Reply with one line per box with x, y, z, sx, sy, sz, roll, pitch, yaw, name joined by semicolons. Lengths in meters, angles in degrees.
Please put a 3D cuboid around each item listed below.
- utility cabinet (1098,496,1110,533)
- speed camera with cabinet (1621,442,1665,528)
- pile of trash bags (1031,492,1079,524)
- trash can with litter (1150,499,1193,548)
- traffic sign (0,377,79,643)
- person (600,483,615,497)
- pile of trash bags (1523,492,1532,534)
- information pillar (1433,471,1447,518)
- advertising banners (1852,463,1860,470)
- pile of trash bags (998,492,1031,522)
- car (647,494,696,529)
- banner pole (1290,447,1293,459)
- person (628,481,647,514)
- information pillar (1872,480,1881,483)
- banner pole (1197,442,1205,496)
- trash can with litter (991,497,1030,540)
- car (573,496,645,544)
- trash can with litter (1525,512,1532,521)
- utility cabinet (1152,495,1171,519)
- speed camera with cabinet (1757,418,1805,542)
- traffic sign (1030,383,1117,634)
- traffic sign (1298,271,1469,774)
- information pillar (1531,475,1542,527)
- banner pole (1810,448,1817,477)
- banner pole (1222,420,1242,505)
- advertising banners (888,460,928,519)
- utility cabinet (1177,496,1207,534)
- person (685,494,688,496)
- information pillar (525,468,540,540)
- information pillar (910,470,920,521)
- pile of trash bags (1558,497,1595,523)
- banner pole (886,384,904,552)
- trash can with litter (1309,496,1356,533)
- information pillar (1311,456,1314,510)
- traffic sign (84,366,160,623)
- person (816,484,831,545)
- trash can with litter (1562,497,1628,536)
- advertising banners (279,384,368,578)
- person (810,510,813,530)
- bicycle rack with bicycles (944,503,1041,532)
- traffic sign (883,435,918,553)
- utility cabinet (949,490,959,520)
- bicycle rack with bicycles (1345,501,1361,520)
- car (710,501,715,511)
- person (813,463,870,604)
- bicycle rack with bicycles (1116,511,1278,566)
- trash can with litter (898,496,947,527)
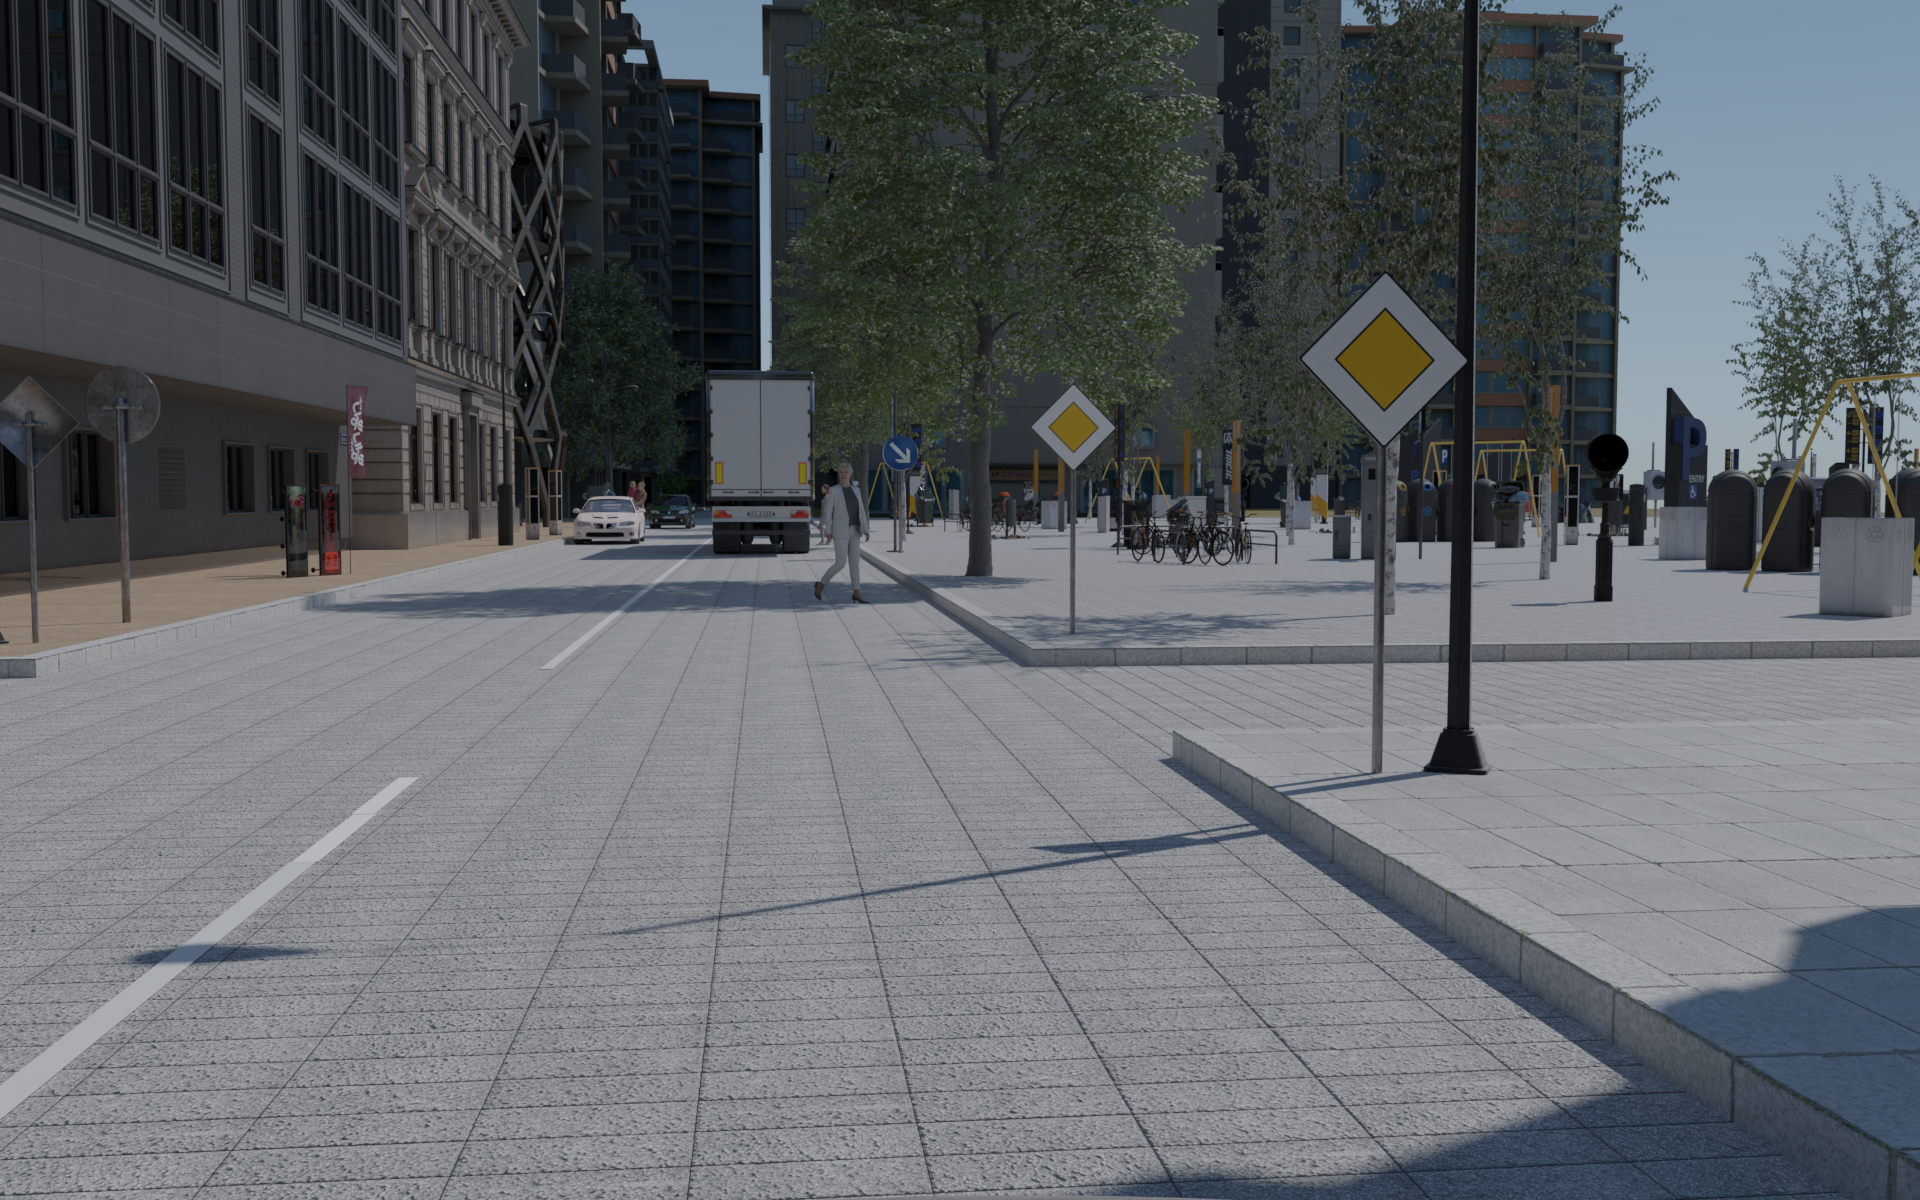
4.751;-2.822;57.299;0.306;1.237;1.020;1;4;11;utility cabinet
25.790;-4.374;65.857;2.038;3.252;0.660;-1;4;-8;speed camera with cabinet
4.255;-4.048;75.943;1.912;1.369;3.447;0;4;4;pile of trash bags
5.006;-1.842;41.509;1.055;1.170;0.624;0;4;-4;trash can with litter
-7.962;-0.686;14.859;0.795;2.450;0.064;0;4;-6;traffic sign
-11.400;-2.877;55.729;0.721;1.800;0.419;1;4;18;person
16.768;-2.837;56.129;1.912;1.369;3.447;-1;4;-14;pile of trash bags
14.971;-3.034;54.103;0.304;2.012;0.304;-2;4;-25;information pillar
49.324;-6.153;96.794;2.074;3.025;0.090;0;4;-7;advertising banners
2.905;-4.417;81.969;1.912;1.369;3.447;-3;4;-36;pile of trash bags
-12.045;-3.844;72.633;2.009;1.686;4.222;0;4;-5;car
16.010;-5.728;83.663;0.401;3.779;0.863;0;4;0;banner pole
-10.056;-2.777;53.885;0.580;1.828;0.573;-1;4;-19;person
48.174;-5.299;91.127;0.304;2.012;0.304;-3;4;-36;information pillar
11.596;-5.715;83.455;0.401;3.779;0.863;3;4;37;banner pole
1.189;-2.348;49.442;1.678;1.210;2.233;2;4;27;trash can with litter
-10.289;-2.363;51.000;2.083;1.381;4.827;0;4;-7;car
27.297;-4.431;83.509;2.233;1.210;1.678;-2;4;-32;trash can with litter
10.544;-4.867;90.743;1.020;1.237;0.306;-2;4;-31;utility cabinet
21.452;-3.152;45.871;0.660;3.252;2.038;-1;4;-11;speed camera with cabinet
1.029;-0.746;15.838;0.795;2.450;0.064;0;4;-6;traffic sign
1.914;-0.260;7.901;0.795;2.450;0.064;0;4;-6;traffic sign
22.284;-3.817;66.900;0.304;2.012;0.304;2;4;35;information pillar
46.462;-6.383;94.385;0.863;3.779;0.401;-3;5;-40;banner pole
9.271;-4.205;58.774;0.863;3.779;0.401;2;4;28;banner pole
-2.627;-5.637;88.359;2.074;3.025;0.090;-1;4;-15;advertising banners
6.467;-2.277;48.383;0.306;1.237;1.020;3;5;42;utility cabinet
-16.764;-5.751;105.748;0.599;1.433;0.991;0;4;-6;person
-11.963;-2.688;48.437;0.304;2.012;0.304;-2;4;-34;information pillar
-2.104;-5.508;81.403;0.504;3.616;0.183;0;4;-2;information pillar
26.558;-4.124;77.185;1.912;1.369;3.447;-3;5;-39;pile of trash bags
-1.472;-2.963;38.455;0.401;3.779;0.863;-1;4;-9;banner pole
12.433;-2.833;57.385;1.678;1.210;2.233;-1;4;-22;trash can with litter
17.866;-5.845;86.919;0.504;3.616;0.183;2;4;26;information pillar
-8.329;-1.047;17.230;0.768;2.556;0.104;0;4;3;traffic sign
-3.755;-2.392;48.608;0.522;1.701;0.512;0;4;2;person
19.543;-2.558;52.882;2.233;1.210;1.678;1;4;12;trash can with litter
-9.944;-1.897;27.211;0.090;3.025;2.074;1;4;19;advertising banners
-6.239;-3.698;69.151;0.728;1.800;0.709;1;4;14;person
0.716;-2.802;59.192;2.852;0.926;2.925;-2;4;-28;bicycle rack with bicycles
-1.295;-2.295;37.631;0.768;2.556;0.104;0;4;-3;traffic sign
-0.284;-4.685;85.283;0.318;1.500;1.173;-1;4;-11;utility cabinet
20.448;-4.507;87.067;2.852;0.926;2.925;-1;4;-11;bicycle rack with bicycles
-20.255;-8.494;147.557;2.281;1.827;5.304;0;4;-8;car
-1.549;-0.878;22.734;0.818;1.842;0.514;2;4;31;person
4.638;-1.145;32.097;2.852;0.926;2.925;-1;4;-10;bicycle rack with bicycles
-1.651;-3.479;67.934;1.678;1.210;2.233;-2;4;-32;trash can with litter
